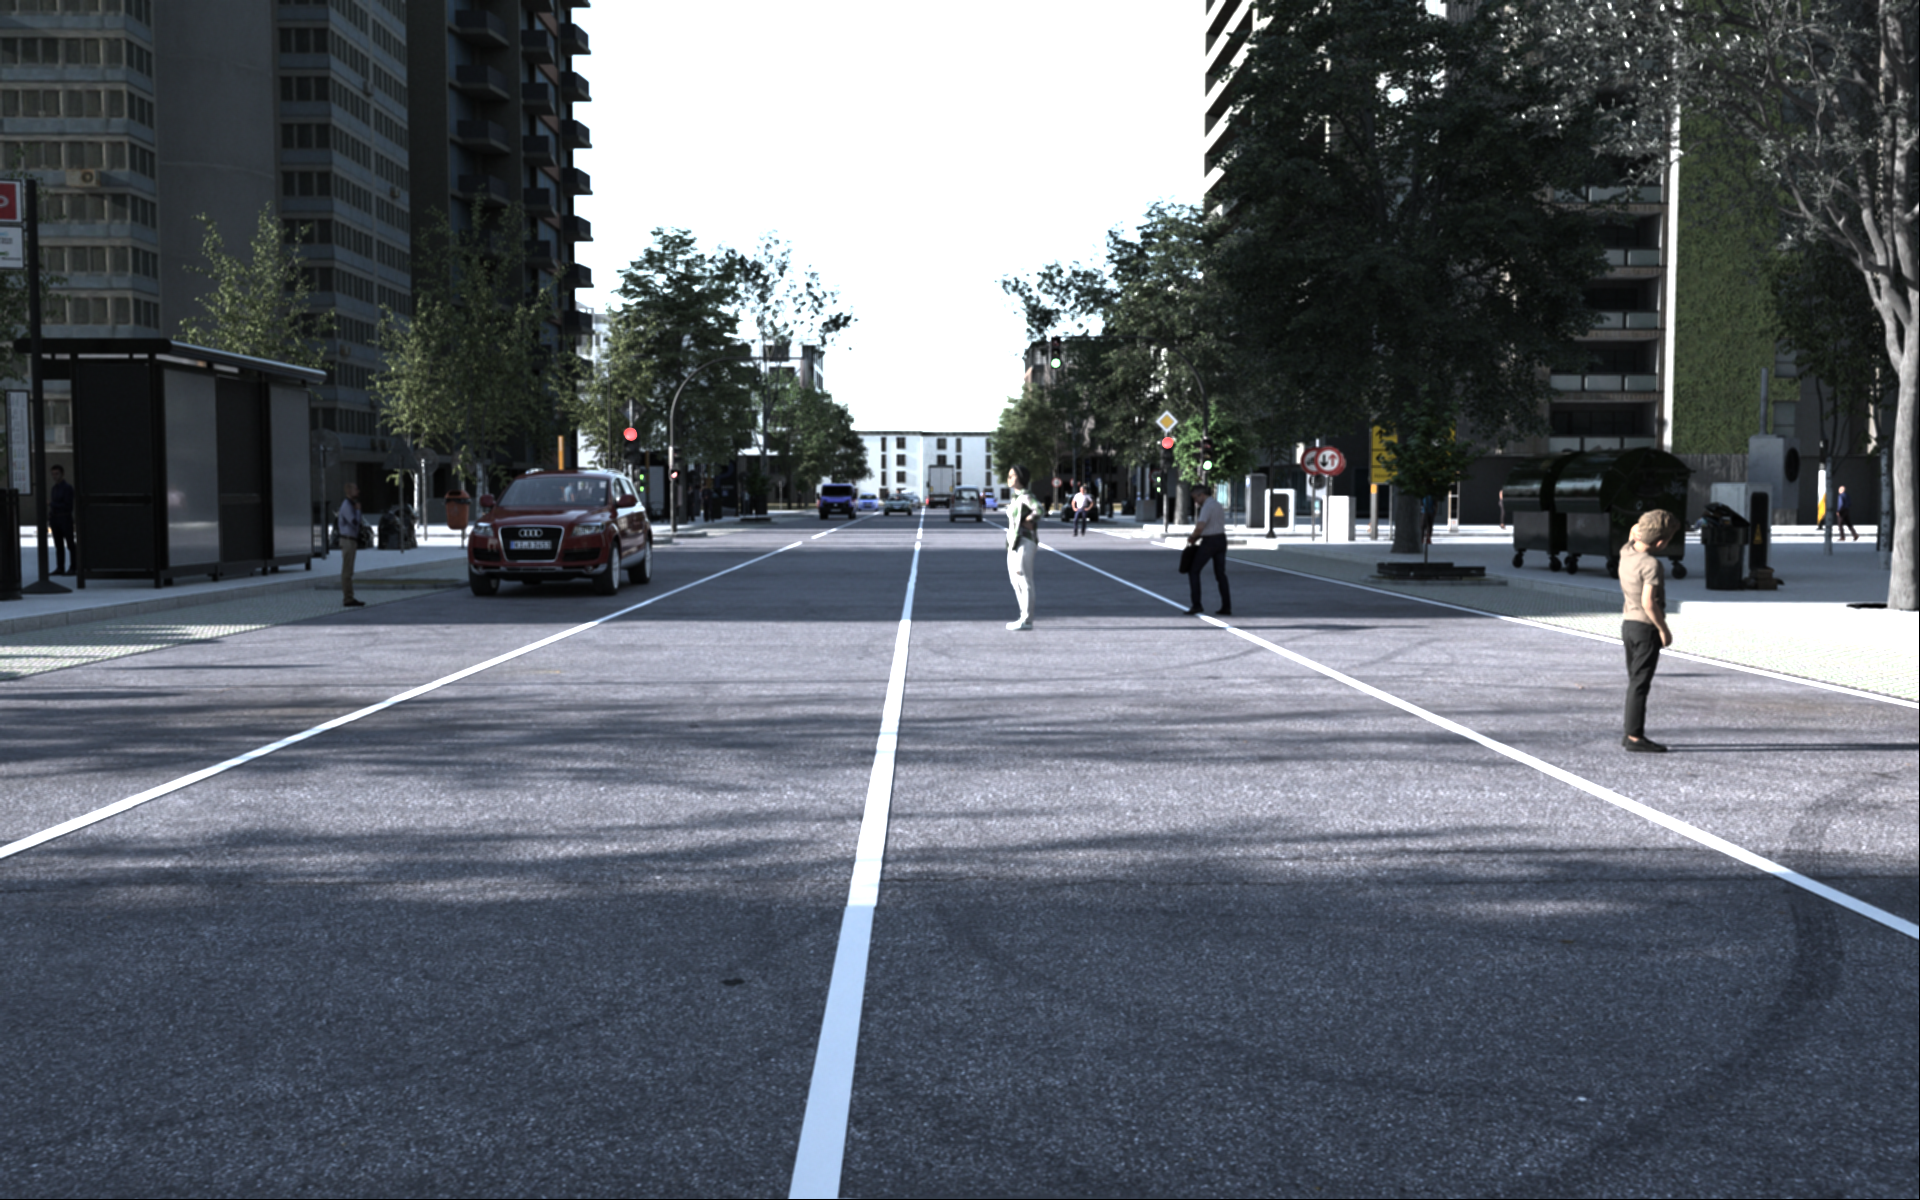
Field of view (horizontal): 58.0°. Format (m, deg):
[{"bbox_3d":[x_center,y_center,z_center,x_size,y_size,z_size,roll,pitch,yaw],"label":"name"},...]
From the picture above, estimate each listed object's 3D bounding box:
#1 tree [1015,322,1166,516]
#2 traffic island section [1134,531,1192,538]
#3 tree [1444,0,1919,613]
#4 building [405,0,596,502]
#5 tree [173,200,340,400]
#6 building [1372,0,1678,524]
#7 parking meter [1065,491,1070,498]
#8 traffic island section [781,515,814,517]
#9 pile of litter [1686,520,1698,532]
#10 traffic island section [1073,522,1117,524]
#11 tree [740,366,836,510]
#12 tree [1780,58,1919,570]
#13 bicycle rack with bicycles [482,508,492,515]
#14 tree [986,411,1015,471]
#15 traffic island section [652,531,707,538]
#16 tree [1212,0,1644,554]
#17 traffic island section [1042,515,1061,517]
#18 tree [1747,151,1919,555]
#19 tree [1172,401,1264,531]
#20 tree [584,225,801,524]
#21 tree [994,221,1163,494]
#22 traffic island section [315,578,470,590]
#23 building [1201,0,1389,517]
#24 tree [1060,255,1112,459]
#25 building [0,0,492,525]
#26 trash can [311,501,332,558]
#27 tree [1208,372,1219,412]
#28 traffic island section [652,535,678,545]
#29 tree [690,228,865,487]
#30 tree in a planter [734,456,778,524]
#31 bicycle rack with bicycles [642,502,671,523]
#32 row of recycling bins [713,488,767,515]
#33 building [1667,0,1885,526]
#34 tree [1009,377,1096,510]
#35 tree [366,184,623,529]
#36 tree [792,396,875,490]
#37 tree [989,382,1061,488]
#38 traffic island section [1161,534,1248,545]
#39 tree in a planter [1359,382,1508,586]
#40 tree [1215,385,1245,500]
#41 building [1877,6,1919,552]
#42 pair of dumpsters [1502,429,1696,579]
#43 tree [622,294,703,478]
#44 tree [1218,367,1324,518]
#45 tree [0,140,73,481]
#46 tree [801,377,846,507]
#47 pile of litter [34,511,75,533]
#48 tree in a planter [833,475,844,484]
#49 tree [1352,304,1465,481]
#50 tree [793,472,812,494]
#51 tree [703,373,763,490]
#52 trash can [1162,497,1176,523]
[{"bbox_3d":[8.607,-10.834,102.894,9.928,11.665,9.643,0,3,0],"label":"tree"},{"bbox_3d":[6.909,-2.180,57.931,2.009,0.180,2.903,0,4,-1],"label":"traffic island section"},{"bbox_3d":[10.474,-6.644,19.002,12.009,13.543,11.850,0,3,0],"label":"tree"},{"bbox_3d":[-34.830,-27.570,105.402,22.147,44.769,28.867,0,4,-1],"label":"building"},{"bbox_3d":[-17.993,-5.730,44.052,4.737,8.622,4.395,0,3,0],"label":"tree"},{"bbox_3d":[26.765,-23.970,75.499,14.086,41.232,14.154,0,4,-1],"label":"building"},{"bbox_3d":[7.962,-7.317,128.043,0.372,1.533,0.369,0,3,0],"label":"parking meter"},{"bbox_3d":[-10.218,-5.291,109.377,1.991,0.108,1.994,0,4,-1],"label":"traffic island section"},{"bbox_3d":[23.942,-2.714,58.342,1.719,0.858,1.176,2,4,26],"label":"pile of litter"},{"bbox_3d":[6.416,-3.666,82.812,1.991,0.108,1.994,0,4,-1],"label":"traffic island section"},{"bbox_3d":[-14.168,-13.214,141.797,9.928,11.665,9.643,0,3,0],"label":"tree"},{"bbox_3d":[15.626,-4.800,28.843,4.360,8.622,3.978,0,3,0],"label":"tree"},{"bbox_3d":[-11.858,-2.082,47.423,2.852,0.926,2.925,-1,4,-21],"label":"bicycle rack with bicycles"},{"bbox_3d":[6.471,-16.479,195.189,9.928,11.665,9.643,0,3,0],"label":"tree"},{"bbox_3d":[-9.529,-2.161,57.614,2.009,0.180,2.903,0,4,-1],"label":"traffic island section"},{"bbox_3d":[9.651,-7.984,37.189,9.857,13.997,8.962,0,3,0],"label":"tree"},{"bbox_3d":[5.897,-5.314,109.750,1.991,0.108,1.994,0,4,-1],"label":"traffic island section"},{"bbox_3d":[18.231,-5.226,35.815,4.737,8.622,4.395,0,3,0],"label":"tree"},{"bbox_3d":[8.931,-4.745,61.295,4.285,4.588,4.351,0,3,0],"label":"tree"},{"bbox_3d":[-12.168,-9.529,73.920,7.486,12.596,7.792,0,3,0],"label":"tree"},{"bbox_3d":[8.693,-16.216,121.027,12.611,20.169,13.585,0,3,0],"label":"tree"},{"bbox_3d":[-8.599,-0.233,26.675,1.991,0.108,1.994,0,4,-1],"label":"traffic island section"},{"bbox_3d":[29.348,-30.476,121.978,21.300,48.544,21.600,0,4,-1],"label":"building"},{"bbox_3d":[9.071,-10.082,71.496,9.857,13.997,8.962,0,3,0],"label":"tree"},{"bbox_3d":[-39.136,-23.655,78.637,32.217,40.220,23.993,0,4,-1],"label":"building"},{"bbox_3d":[-13.084,-1.428,35.009,0.748,1.137,0.748,0,3,0],"label":"trash can"},{"bbox_3d":[14.508,-8.617,91.245,4.737,8.622,4.395,0,3,0],"label":"tree"},{"bbox_3d":[-9.373,-1.673,49.631,2.009,0.180,2.903,0,4,-1],"label":"traffic island section"},{"bbox_3d":[-12.709,-16.234,121.320,12.611,20.169,13.585,0,3,0],"label":"tree"},{"bbox_3d":[-9.682,-5.206,82.344,1.991,3.239,1.994,0,4,-1],"label":"tree in a planter"},{"bbox_3d":[-14.200,-3.902,77.175,2.852,0.926,2.925,-1,4,-17],"label":"bicycle rack with bicycles"},{"bbox_3d":[-13.578,-6.070,106.353,3.534,1.692,1.069,0,4,2],"label":"row of recycling bins"},{"bbox_3d":[41.022,-23.914,74.590,14.086,41.232,14.154,0,4,-1],"label":"building"},{"bbox_3d":[7.353,-12.481,138.483,7.601,10.594,8.767,-2,4,-27],"label":"tree"},{"bbox_3d":[-11.576,-5.618,42.219,4.737,8.622,4.395,0,3,0],"label":"tree"},{"bbox_3d":[-14.572,-17.297,199.810,9.611,12.733,9.660,0,3,0],"label":"tree"},{"bbox_3d":[7.116,-15.704,174.894,7.486,12.596,7.792,0,3,0],"label":"tree"},{"bbox_3d":[7.066,-1.692,49.948,2.009,0.180,2.903,0,4,-1],"label":"traffic island section"},{"bbox_3d":[7.497,-1.868,27.759,1.991,3.239,1.994,0,4,-1],"label":"tree in a planter"},{"bbox_3d":[16.063,-9.676,108.568,4.360,8.622,3.978,0,3,0],"label":"tree"},{"bbox_3d":[31.499,-24.682,27.261,21.300,48.544,21.600,0,4,-1],"label":"building"},{"bbox_3d":[10.271,-1.564,28.061,1.574,2.255,4.437,0,4,-1],"label":"pair of dumpsters"},{"bbox_3d":[-12.767,-6.937,63.786,4.737,8.622,4.395,0,3,0],"label":"tree"},{"bbox_3d":[15.887,-8.228,84.891,4.737,8.622,4.395,0,3,0],"label":"tree"},{"bbox_3d":[-19.395,-5.110,33.907,4.737,8.622,4.395,0,3,0],"label":"tree"},{"bbox_3d":[-14.764,-15.165,166.080,7.486,12.596,7.792,0,3,0],"label":"tree"},{"bbox_3d":[-29.890,-2.675,57.698,1.719,0.858,1.176,0,4,3],"label":"pile of litter"},{"bbox_3d":[-11.207,-9.917,159.359,1.991,3.239,1.994,0,4,-1],"label":"tree in a planter"},{"bbox_3d":[15.887,-6.746,60.655,4.360,8.622,3.978,0,3,0],"label":"tree"},{"bbox_3d":[-14.115,-9.819,155.141,1.663,3.219,1.824,0,3,0],"label":"tree"},{"bbox_3d":[-13.823,-9.427,104.489,4.737,8.622,4.395,0,3,0],"label":"tree"},{"bbox_3d":[9.401,-4.015,77.291,0.748,1.137,0.748,0,3,0],"label":"trash can"}]
